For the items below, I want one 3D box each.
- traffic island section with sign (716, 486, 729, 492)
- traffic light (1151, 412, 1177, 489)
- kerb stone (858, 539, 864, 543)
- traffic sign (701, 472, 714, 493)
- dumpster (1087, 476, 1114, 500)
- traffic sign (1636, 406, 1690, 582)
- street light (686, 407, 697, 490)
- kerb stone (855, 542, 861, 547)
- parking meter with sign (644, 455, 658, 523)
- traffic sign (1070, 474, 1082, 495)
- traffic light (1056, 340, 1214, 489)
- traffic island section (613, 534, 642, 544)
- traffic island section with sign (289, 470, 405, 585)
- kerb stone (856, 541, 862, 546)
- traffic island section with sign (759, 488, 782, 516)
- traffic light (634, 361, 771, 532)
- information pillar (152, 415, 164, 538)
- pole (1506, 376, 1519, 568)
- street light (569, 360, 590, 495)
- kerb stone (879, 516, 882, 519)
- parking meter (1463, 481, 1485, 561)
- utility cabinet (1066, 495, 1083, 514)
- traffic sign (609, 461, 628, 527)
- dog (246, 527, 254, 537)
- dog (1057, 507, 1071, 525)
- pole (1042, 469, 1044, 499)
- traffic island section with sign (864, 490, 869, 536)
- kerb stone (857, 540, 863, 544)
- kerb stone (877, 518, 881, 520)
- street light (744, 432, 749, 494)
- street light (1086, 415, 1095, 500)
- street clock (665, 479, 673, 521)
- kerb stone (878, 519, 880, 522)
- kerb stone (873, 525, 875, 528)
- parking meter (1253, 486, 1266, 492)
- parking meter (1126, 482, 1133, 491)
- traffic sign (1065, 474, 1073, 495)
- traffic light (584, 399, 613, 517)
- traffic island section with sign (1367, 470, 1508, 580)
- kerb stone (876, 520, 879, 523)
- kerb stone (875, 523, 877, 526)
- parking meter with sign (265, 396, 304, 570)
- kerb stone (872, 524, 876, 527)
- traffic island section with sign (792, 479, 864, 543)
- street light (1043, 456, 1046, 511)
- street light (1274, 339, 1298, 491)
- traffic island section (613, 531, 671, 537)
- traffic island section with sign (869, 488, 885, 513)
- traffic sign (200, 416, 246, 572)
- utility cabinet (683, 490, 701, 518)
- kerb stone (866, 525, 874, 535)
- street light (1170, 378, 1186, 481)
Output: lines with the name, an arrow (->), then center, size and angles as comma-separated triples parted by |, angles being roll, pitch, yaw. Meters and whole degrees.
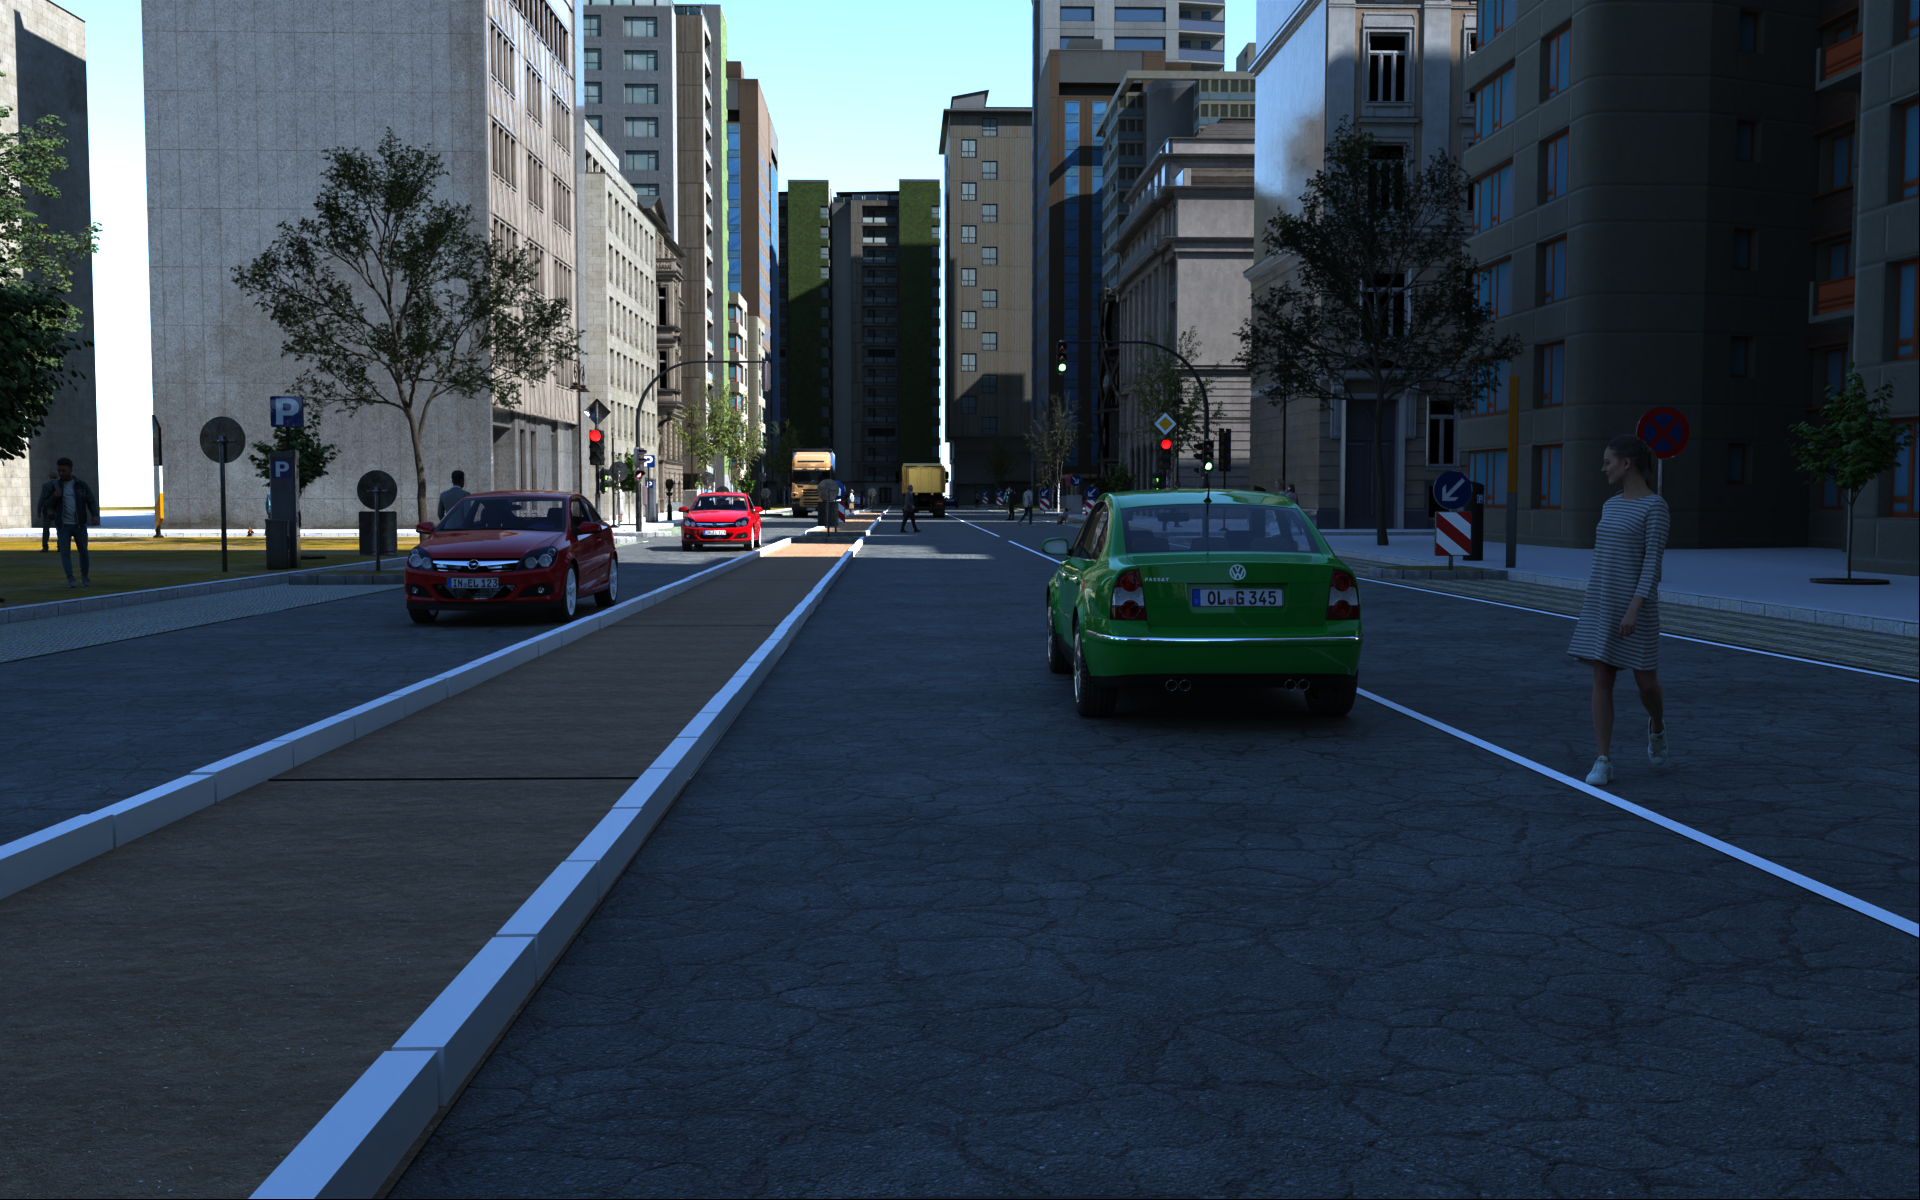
traffic island section with sign -> -11.515, -4.629, 84.307 | 1.989, 1.847, 2.006 | 0, 4, -2
traffic light -> 7.024, -4.321, 59.566 | 0.839, 4.253, 0.868 | 0, 4, -2
kerb stone -> -2.727, -1.485, 46.544 | 0.120, 0.150, 1.000 | 0, 4, -2
traffic sign -> -14.571, -6.099, 99.818 | 0.768, 2.556, 0.104 | 0, 4, 5
dumpster -> 7.880, -5.749, 96.487 | 1.502, 2.255, 1.985 | 0, 4, -2
traffic sign -> 10.203, -1.536, 25.226 | 0.768, 2.556, 0.104 | 0, 4, 3
street light -> -14.248, -7.295, 92.061 | 0.468, 5.910, 1.993 | 0, 4, -2
kerb stone -> -2.622, -1.301, 43.471 | 0.120, 0.150, 1.000 | 0, 4, -2
parking meter with sign -> -13.995, -5.029, 78.485 | 0.543, 3.016, 1.738 | 0, 4, -2
traffic sign -> 7.480, -6.848, 112.063 | 0.768, 2.556, 0.104 | 0, 4, 8
traffic light -> 5.214, -4.691, 51.372 | 4.771, 5.953, 1.251 | 0, 4, -2
traffic island section -> -10.689, -1.762, 51.082 | 2.009, 0.180, 2.903 | 0, 4, -2
traffic island section with sign -> -9.568, -1.191, 28.105 | 1.989, 1.847, 2.006 | 0, 4, -2
kerb stone -> -2.650, -1.362, 44.502 | 0.120, 0.150, 1.000 | 0, 4, -2
traffic island section with sign -> -12.463, -6.291, 111.487 | 1.989, 1.847, 2.006 | 0, 4, -2
traffic light -> -8.838, -5.160, 59.036 | 4.771, 5.953, 1.251 | 0, 4, -2
information pillar -> -23.582, -3.643, 50.912 | 0.183, 3.616, 0.504 | -3, 5, -45
pole -> 9.608, -2.218, 30.112 | 0.158, 3.312, 0.155 | 0, 3, 0
street light -> -12.963, -5.279, 59.103 | 0.468, 5.910, 1.993 | 0, 4, -2
kerb stone -> -4.217, -4.091, 89.079 | 0.120, 0.150, 1.000 | 0, 4, -2
parking meter -> 9.912, -1.530, 33.429 | 0.372, 1.533, 0.369 | 0, 3, 0
utility cabinet -> 7.213, -6.003, 109.307 | 1.020, 1.237, 0.306 | 1, 4, 9
traffic sign -> -13.340, -4.135, 67.710 | 0.768, 2.556, 0.104 | 0, 4, 3
dog -> -22.102, -2.049, 53.689 | 0.550, 0.427, 0.748 | 1, 4, 21
dog -> 4.738, -3.915, 80.850 | 0.513, 0.831, 0.800 | -3, 4, -38
pole -> 6.477, -8.654, 135.332 | 0.158, 3.312, 0.155 | 0, 3, 0
traffic island section with sign -> -4.201, -3.108, 58.952 | 2.006, 1.907, 1.989 | 0, 4, -2
kerb stone -> -2.698, -1.427, 45.522 | 0.120, 0.150, 1.000 | 0, 4, -2
kerb stone -> -3.988, -3.713, 82.931 | 0.120, 0.150, 1.000 | 0, 4, -2
street light -> -15.276, -9.284, 124.579 | 0.468, 5.910, 1.993 | 0, 4, -2
street light -> 7.641, -7.879, 101.605 | 0.468, 5.910, 1.993 | 0, 4, -2
street clock -> -14.030, -4.837, 83.650 | 0.358, 2.002, 0.471 | 1, 4, 11
kerb stone -> -3.960, -3.652, 81.909 | 0.120, 0.150, 1.000 | 0, 4, -2
kerb stone -> -3.423, -2.710, 66.525 | 0.120, 0.150, 1.000 | 0, 4, -2
parking meter -> 9.013, -2.674, 52.127 | 0.372, 1.533, 0.369 | 0, 3, 0
parking meter -> 8.156, -4.745, 83.295 | 0.255, 1.863, 0.399 | 1, 4, 20
traffic sign -> 7.235, -6.885, 112.678 | 0.768, 2.556, 0.104 | 0, 4, 3
traffic light -> -10.649, -3.794, 50.949 | 0.839, 4.253, 0.868 | 0, 4, -2
traffic island section with sign -> 8.108, -1.291, 29.732 | 1.989, 1.847, 2.006 | 0, 4, -2
kerb stone -> -3.783, -3.339, 76.793 | 0.120, 0.150, 1.000 | 0, 4, -2
kerb stone -> -3.571, -2.962, 70.620 | 0.120, 0.150, 1.000 | 0, 4, -2
parking meter with sign -> -11.788, -2.073, 30.157 | 0.543, 3.016, 1.738 | -1, 4, -15
kerb stone -> -3.461, -2.774, 67.552 | 0.120, 0.150, 1.000 | 0, 4, -2
traffic island section with sign -> -3.954, -2.655, 51.549 | 2.006, 1.907, 1.989 | 0, 4, -2
street light -> 6.556, -9.868, 134.121 | 0.468, 5.910, 1.993 | 0, 4, -2
street light -> 9.296, -4.700, 49.629 | 0.468, 5.910, 1.993 | 0, 4, -2
traffic island section -> -10.966, -2.250, 59.062 | 2.009, 0.180, 2.903 | 0, 4, -2
traffic island section with sign -> -6.819, -7.701, 134.045 | 2.006, 1.907, 1.989 | 0, 4, -2
traffic sign -> -12.105, -1.733, 28.441 | 0.768, 2.556, 0.104 | 0, 4, 3
utility cabinet -> -13.991, -4.994, 90.331 | 1.173, 1.500, 0.318 | 3, 5, 42
kerb stone -> -3.398, -2.649, 65.500 | 0.120, 0.150, 1.000 | 0, 4, -2
street light -> 8.658, -5.877, 68.872 | 0.468, 5.910, 1.993 | 0, 4, -2
